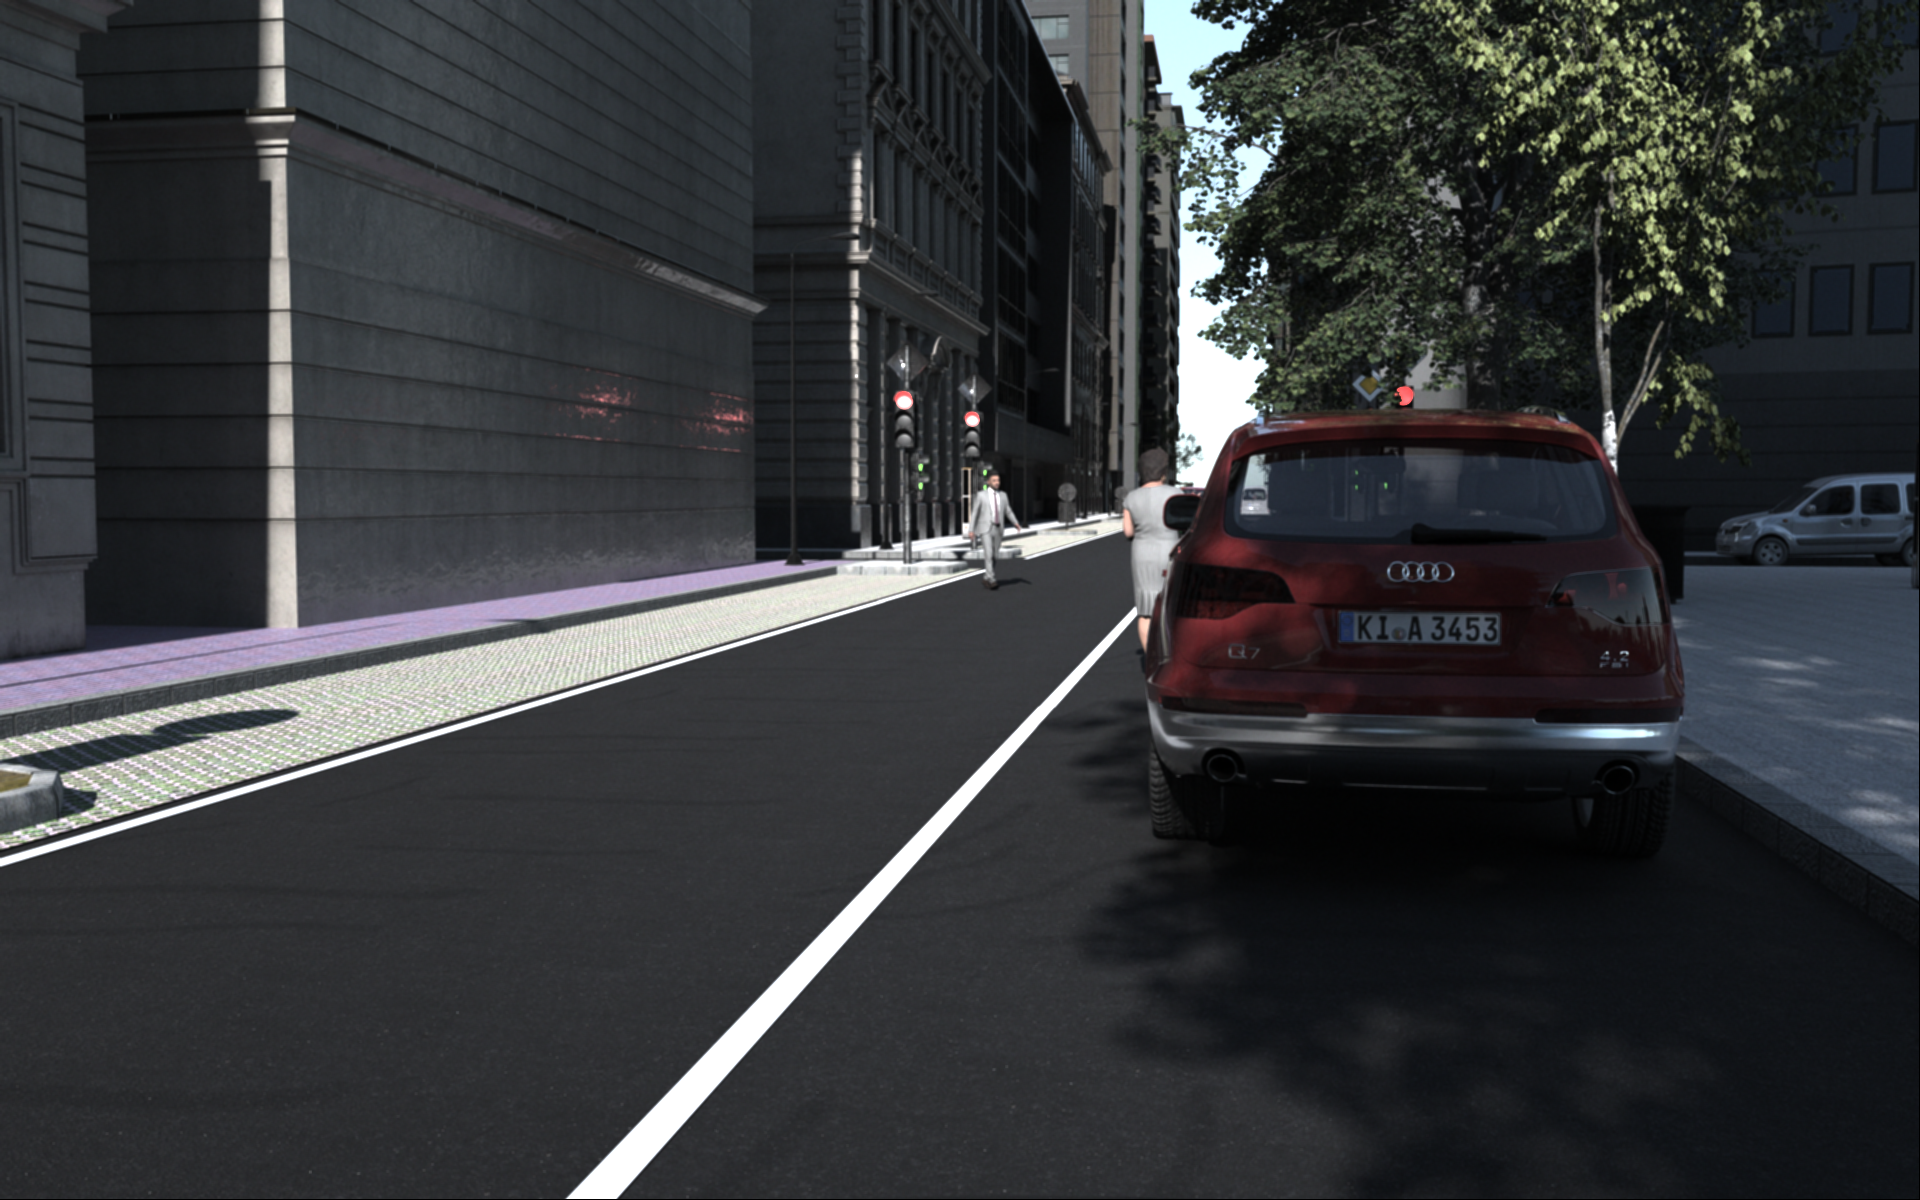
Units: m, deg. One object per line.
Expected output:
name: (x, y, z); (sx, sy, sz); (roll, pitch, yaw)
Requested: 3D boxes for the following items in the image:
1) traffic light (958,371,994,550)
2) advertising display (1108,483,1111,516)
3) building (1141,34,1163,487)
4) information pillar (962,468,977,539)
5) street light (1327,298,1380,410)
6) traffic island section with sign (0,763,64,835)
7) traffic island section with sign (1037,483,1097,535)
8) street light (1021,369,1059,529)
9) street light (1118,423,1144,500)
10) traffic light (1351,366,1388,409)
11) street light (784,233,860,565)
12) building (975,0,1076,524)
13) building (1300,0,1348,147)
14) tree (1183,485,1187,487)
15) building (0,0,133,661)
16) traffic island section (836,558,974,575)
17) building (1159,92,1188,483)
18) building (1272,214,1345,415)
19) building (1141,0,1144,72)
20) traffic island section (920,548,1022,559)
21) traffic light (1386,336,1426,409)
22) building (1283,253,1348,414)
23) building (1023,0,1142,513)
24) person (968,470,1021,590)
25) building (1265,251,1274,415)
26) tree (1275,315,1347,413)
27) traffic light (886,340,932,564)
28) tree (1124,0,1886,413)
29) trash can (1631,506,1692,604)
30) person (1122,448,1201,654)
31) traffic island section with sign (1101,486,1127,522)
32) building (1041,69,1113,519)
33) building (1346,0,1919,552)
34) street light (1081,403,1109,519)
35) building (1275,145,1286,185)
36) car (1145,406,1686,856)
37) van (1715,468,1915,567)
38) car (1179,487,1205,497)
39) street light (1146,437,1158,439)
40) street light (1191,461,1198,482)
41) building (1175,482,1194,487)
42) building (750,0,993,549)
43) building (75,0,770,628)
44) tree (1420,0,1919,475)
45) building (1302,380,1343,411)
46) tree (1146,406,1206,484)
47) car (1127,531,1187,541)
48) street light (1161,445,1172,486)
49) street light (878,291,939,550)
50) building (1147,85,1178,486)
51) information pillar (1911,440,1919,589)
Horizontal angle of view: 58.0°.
traffic light: (0.343, -3.099, 39.583); (0.839, 4.253, 0.868); (1, 4, 9)
advertising display: (8.662, -5.815, 100.289); (0.123, 1.923, 0.974); (0, 4, 8)
building: (7.773, -31.227, 165.189); (22.147, 44.769, 28.867); (1, 4, 9)
information pillar: (0.272, -2.732, 49.156); (0.304, 2.012, 0.304); (-3, 5, -45)
street light: (9.158, -4.144, 40.288); (1.470, 5.913, 1.316); (1, 4, 9)
traffic island section with sign: (-5.004, 0.084, 7.247); (1.989, 1.847, 2.006); (1, 4, 9)
traffic island section with sign: (3.805, -3.207, 61.063); (1.989, 1.847, 2.006); (1, 4, 9)
street light: (2.965, -5.616, 64.364); (1.470, 5.913, 1.316); (1, 4, 9)
street light: (11.337, -8.751, 115.616); (1.470, 5.913, 1.316); (1, 4, 9)
traffic light: (8.992, -3.013, 38.188); (0.839, 4.253, 0.868); (1, 4, 9)
street light: (-2.459, -3.577, 31.021); (1.470, 5.913, 1.316); (1, 4, 9)
building: (-3.479, -15.657, 75.055); (14.314, 24.678, 30.058); (1, 4, 9)
building: (42.461, -45.017, 174.277); (20.563, 71.187, 20.611); (1, 4, 9)
tree: (35.639, -16.975, 272.139); (1.663, 3.219, 1.824); (0, 3, 0)
building: (-13.670, -10.315, 4.809); (11.583, 22.565, 21.152); (1, 4, 9)
traffic island section: (-0.986, -0.585, 31.844); (2.009, 0.180, 2.903); (1, 4, 9)
building: (15.787, -39.418, 233.721); (28.713, 52.752, 27.495); (1, 4, 9)
building: (35.825, -23.691, 159.046); (14.160, 30.474, 14.107); (1, 4, 9)
building: (3.512, -31.584, 140.102); (21.300, 48.544, 21.600); (1, 4, 9)
traffic island section: (0.305, -1.067, 39.724); (2.009, 0.180, 2.903); (1, 4, 9)
traffic light: (7.701, -2.531, 30.307); (0.839, 4.253, 0.868); (1, 4, 9)
building: (39.939, -17.851, 136.900); (27.650, 21.520, 28.899); (1, 4, 9)
building: (5.247, -26.792, 121.641); (14.154, 41.232, 14.086); (1, 4, 9)
person: (0.485, -1.059, 26.086); (0.678, 1.792, 0.850); (-2, 4, -24)
building: (55.705, -36.550, 252.220); (22.147, 44.769, 28.867); (1, 4, 9)
tree: (14.892, -7.291, 69.570); (4.360, 8.622, 3.978); (0, 3, 0)
traffic light: (-0.948, -2.617, 31.703); (0.839, 4.253, 0.868); (1, 4, 9)
tree: (7.091, -7.110, 22.896); (9.857, 13.997, 8.962); (0, 3, 0)
trash can: (8.175, -0.531, 20.330); (0.748, 1.137, 0.748); (0, 3, 0)
person: (1.626, -0.274, 13.342); (0.716, 1.782, 0.532); (1, 4, 21)
traffic island section with sign: (8.228, -4.856, 88.028); (1.989, 1.847, 2.006); (1, 4, 9)
building: (1.844, -18.638, 102.000); (12.463, 27.353, 25.104); (1, 4, 9)
building: (25.315, -30.770, 45.081); (28.212, 58.520, 21.231); (1, 4, 9)
street light: (6.904, -7.091, 88.481); (1.470, 5.913, 1.316); (1, 4, 9)
building: (52.065, -36.910, 227.178); (21.300, 48.544, 21.600); (1, 4, 9)
car: (2.091, 0.009, 8.532); (2.281, 1.827, 5.304); (1, 4, 11)
van: (16.984, -1.637, 33.769); (4.112, 2.044, 2.013); (1, 4, 10)
car: (11.779, -4.872, 88.326); (2.281, 1.827, 5.304); (1, 4, 9)
street light: (15.322, -10.272, 140.480); (1.470, 5.913, 1.316); (1, 4, 9)
street light: (32.550, -16.685, 245.338); (1.470, 5.913, 1.316); (1, 4, 9)
building: (18.809, -34.726, 259.647); (32.217, 40.220, 23.993); (1, 4, 9)
building: (-5.560, -13.508, 49.739); (11.050, 23.489, 19.941); (1, 4, 9)
building: (-26.217, -15.319, 26.875); (44.131, 29.872, 17.030); (1, 4, 9)
tree: (6.123, -3.986, 15.526); (4.737, 8.622, 4.395); (0, 3, 0)
building: (29.964, -47.508, 89.423); (22.319, 86.520, 31.000); (1, 4, 9)
tree: (21.782, -15.174, 182.503); (8.767, 10.594, 7.601); (1, 4, 13)
car: (6.270, -2.617, 54.582); (2.131, 1.459, 4.920); (1, 4, 9)
street light: (19.303, -11.731, 164.340); (1.470, 5.913, 1.316); (1, 4, 9)
street light: (-1.173, -4.115, 39.823); (1.470, 5.913, 1.316); (1, 4, 9)
building: (14.985, -35.784, 208.769); (21.300, 48.544, 21.600); (1, 4, 9)
information pillar: (13.079, -1.156, 23.390); (0.304, 2.012, 0.304); (1, 4, 17)
